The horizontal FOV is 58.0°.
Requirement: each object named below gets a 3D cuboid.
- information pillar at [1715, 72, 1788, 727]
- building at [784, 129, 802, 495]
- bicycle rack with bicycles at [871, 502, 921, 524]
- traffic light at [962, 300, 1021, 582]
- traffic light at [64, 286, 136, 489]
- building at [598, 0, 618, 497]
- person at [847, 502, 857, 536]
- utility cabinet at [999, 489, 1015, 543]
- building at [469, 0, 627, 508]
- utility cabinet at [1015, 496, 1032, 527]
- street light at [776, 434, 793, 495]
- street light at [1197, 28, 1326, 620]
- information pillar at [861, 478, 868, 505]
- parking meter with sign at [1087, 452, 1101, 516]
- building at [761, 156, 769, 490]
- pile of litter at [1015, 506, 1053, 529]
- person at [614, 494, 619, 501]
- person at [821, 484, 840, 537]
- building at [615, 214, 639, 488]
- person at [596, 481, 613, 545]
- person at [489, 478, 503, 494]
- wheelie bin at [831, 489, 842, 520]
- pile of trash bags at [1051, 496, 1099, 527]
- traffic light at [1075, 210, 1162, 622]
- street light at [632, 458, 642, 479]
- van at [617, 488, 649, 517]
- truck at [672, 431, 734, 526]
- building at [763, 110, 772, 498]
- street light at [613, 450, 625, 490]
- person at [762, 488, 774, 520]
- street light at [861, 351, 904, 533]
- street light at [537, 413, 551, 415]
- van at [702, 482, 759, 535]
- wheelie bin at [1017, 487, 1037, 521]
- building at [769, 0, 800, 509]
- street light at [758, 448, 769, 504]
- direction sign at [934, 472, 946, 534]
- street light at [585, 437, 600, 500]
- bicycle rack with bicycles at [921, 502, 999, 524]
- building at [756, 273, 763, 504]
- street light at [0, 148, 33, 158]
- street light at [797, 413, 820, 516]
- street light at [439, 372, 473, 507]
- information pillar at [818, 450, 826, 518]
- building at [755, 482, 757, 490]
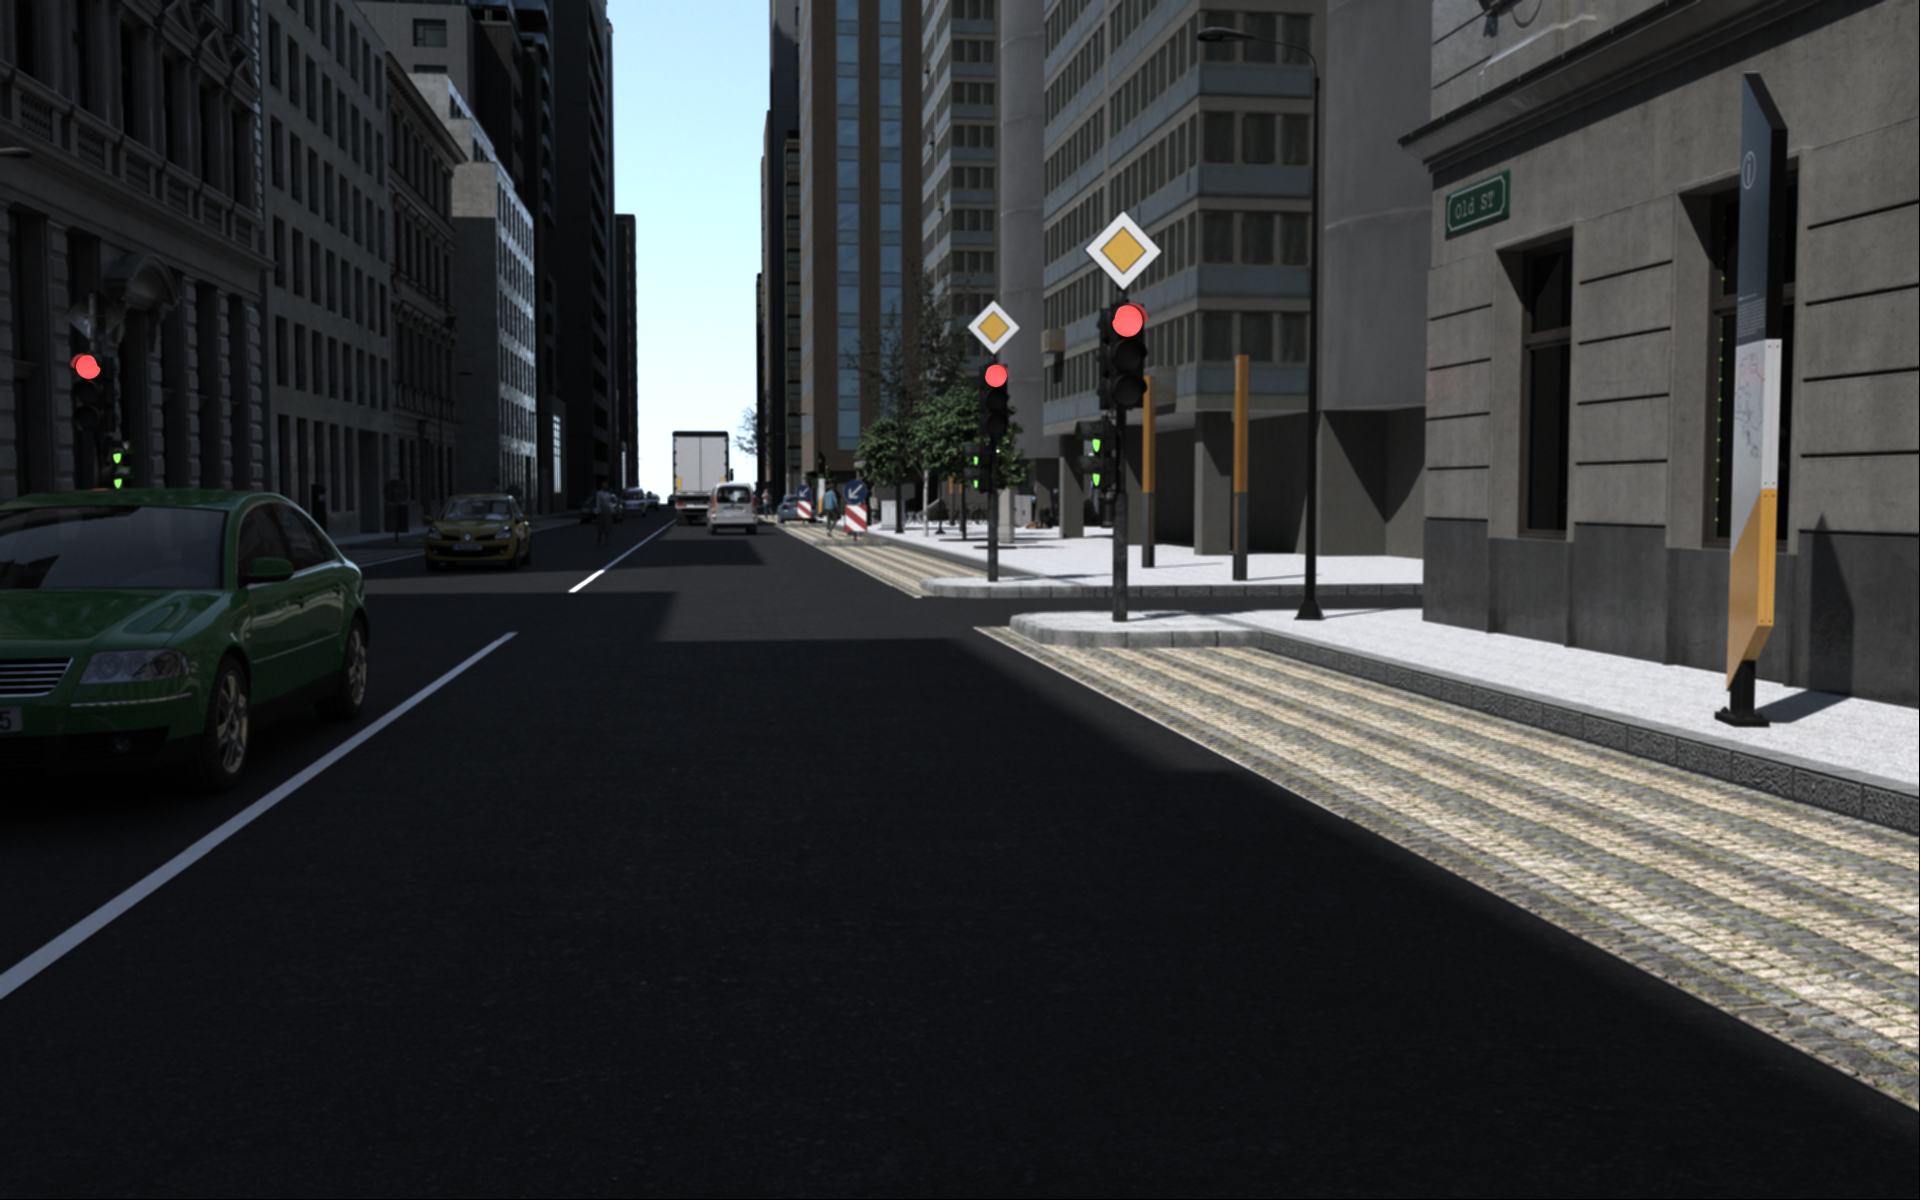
[{"bbox_3d":[4.366,-1.110,9.502,0.183,3.616,0.504,0,4,6],"label":"information pillar"},{"bbox_3d":[-7.331,-22.603,141.261,14.160,30.474,14.107,0,4,-8],"label":"building"},{"bbox_3d":[-2.860,-3.765,74.938,2.925,0.926,2.852,-1,4,-16],"label":"bicycle rack with bicycles"},{"bbox_3d":[0.462,-2.220,25.216,0.839,4.253,0.868,0,4,-8],"label":"traffic light"},{"bbox_3d":[-11.675,-2.113,23.474,0.839,4.253,0.868,0,4,-8],"label":"traffic light"},{"bbox_3d":[-49.711,-39.767,192.195,21.231,58.520,28.212,0,4,-8],"label":"building"},{"bbox_3d":[-3.659,-3.123,59.364,0.447,1.846,0.655,-1,4,-8],"label":"person"},{"bbox_3d":[1.210,-2.238,45.274,0.318,1.500,1.173,0,4,8],"label":"utility cabinet"},{"bbox_3d":[-54.039,-55.535,220.676,22.319,86.520,31.000,0,4,-8],"label":"building"},{"bbox_3d":[2.309,-3.491,68.245,1.020,1.237,0.306,0,4,-2],"label":"utility cabinet"},{"bbox_3d":[-13.422,-9.812,132.961,1.470,5.913,1.316,0,4,-8],"label":"street light"},{"bbox_3d":[3.052,-2.750,17.506,1.470,5.913,1.316,0,4,-8],"label":"street light"},{"bbox_3d":[-4.304,-4.539,78.712,0.304,2.012,0.304,-2,4,-35],"label":"information pillar"},{"bbox_3d":[5.735,-4.714,73.338,0.543,3.016,1.738,1,4,12],"label":"parking meter with sign"},{"bbox_3d":[-17.388,-32.388,213.142,14.154,41.232,14.086,0,4,-8],"label":"building"},{"bbox_3d":[2.905,-3.079,64.315,1.176,0.858,1.719,2,4,26],"label":"pile of litter"},{"bbox_3d":[-25.988,-7.254,130.364,0.557,1.426,1.065,3,5,44],"label":"person"},{"bbox_3d":[-4.344,-3.005,57.972,0.601,1.785,0.444,3,5,43],"label":"person"},{"bbox_3d":[-53.016,-34.338,245.020,14.154,41.232,14.086,0,4,-8],"label":"building"},{"bbox_3d":[-10.182,-2.487,49.384,0.478,1.798,0.641,-2,4,-31],"label":"person"},{"bbox_3d":[-10.652,-1.906,39.792,0.853,1.813,0.709,-2,4,-30],"label":"person"},{"bbox_3d":[-6.217,-4.782,86.096,0.693,1.594,0.980,0,4,1],"label":"wheelie bin"},{"bbox_3d":[5.240,-3.622,68.965,3.447,1.369,1.912,1,4,10],"label":"pile of trash bags"},{"bbox_3d":[1.590,-1.736,17.310,0.839,4.253,0.868,0,4,-8],"label":"traffic light"},{"bbox_3d":[-41.784,-15.385,224.085,1.470,5.913,1.316,0,4,-8],"label":"street light"},{"bbox_3d":[-20.851,-6.322,110.375,2.013,2.044,4.112,-1,4,-10],"label":"van"},{"bbox_3d":[-12.208,-5.713,82.325,2.839,4.237,11.283,0,4,-7],"label":"truck"},{"bbox_3d":[-15.313,-33.574,199.053,14.600,45.320,14.200,0,4,-8],"label":"building"},{"bbox_3d":[-35.730,-12.766,181.257,1.470,5.913,1.316,0,4,-8],"label":"street light"},{"bbox_3d":[-10.363,-5.181,93.797,0.643,1.750,0.593,3,5,43],"label":"person"},{"bbox_3d":[-2.507,-5.122,56.294,1.470,5.913,1.316,0,4,-8],"label":"street light"},{"bbox_3d":[-24.050,-7.730,98.934,1.470,5.913,1.316,0,4,-8],"label":"street light"},{"bbox_3d":[-8.187,-3.364,62.014,2.013,2.044,4.112,-1,4,-10],"label":"van"},{"bbox_3d":[2.876,-4.073,74.501,0.980,1.594,0.693,2,4,29],"label":"wheelie bin"},{"bbox_3d":[-7.171,-37.907,161.786,21.231,58.520,28.212,0,4,-8],"label":"building"},{"bbox_3d":[-19.586,-12.410,175.447,1.470,5.913,1.316,0,4,-8],"label":"street light"},{"bbox_3d":[-0.635,-3.900,55.756,0.876,3.537,0.379,3,4,36],"label":"direction sign"},{"bbox_3d":[-30.021,-10.322,141.309,1.470,5.913,1.316,0,4,-8],"label":"street light"},{"bbox_3d":[0.385,-3.708,74.003,2.852,0.926,2.925,-2,4,-28],"label":"bicycle rack with bicycles"},{"bbox_3d":[-19.693,-27.869,227.355,14.160,30.474,14.107,0,4,-8],"label":"building"},{"bbox_3d":[-13.152,-3.107,23.338,1.470,5.913,1.316,0,4,-8],"label":"street light"},{"bbox_3d":[-8.589,-7.746,99.190,1.470,5.913,1.316,0,4,-8],"label":"street light"},{"bbox_3d":[-19.175,-5.707,65.850,1.470,5.913,1.316,0,4,-8],"label":"street light"},{"bbox_3d":[-7.357,-6.171,92.249,0.183,3.616,0.504,-3,5,-45],"label":"information pillar"},{"bbox_3d":[-13.141,-33.999,247.764,32.217,40.220,23.993,0,4,-8],"label":"building"}]
